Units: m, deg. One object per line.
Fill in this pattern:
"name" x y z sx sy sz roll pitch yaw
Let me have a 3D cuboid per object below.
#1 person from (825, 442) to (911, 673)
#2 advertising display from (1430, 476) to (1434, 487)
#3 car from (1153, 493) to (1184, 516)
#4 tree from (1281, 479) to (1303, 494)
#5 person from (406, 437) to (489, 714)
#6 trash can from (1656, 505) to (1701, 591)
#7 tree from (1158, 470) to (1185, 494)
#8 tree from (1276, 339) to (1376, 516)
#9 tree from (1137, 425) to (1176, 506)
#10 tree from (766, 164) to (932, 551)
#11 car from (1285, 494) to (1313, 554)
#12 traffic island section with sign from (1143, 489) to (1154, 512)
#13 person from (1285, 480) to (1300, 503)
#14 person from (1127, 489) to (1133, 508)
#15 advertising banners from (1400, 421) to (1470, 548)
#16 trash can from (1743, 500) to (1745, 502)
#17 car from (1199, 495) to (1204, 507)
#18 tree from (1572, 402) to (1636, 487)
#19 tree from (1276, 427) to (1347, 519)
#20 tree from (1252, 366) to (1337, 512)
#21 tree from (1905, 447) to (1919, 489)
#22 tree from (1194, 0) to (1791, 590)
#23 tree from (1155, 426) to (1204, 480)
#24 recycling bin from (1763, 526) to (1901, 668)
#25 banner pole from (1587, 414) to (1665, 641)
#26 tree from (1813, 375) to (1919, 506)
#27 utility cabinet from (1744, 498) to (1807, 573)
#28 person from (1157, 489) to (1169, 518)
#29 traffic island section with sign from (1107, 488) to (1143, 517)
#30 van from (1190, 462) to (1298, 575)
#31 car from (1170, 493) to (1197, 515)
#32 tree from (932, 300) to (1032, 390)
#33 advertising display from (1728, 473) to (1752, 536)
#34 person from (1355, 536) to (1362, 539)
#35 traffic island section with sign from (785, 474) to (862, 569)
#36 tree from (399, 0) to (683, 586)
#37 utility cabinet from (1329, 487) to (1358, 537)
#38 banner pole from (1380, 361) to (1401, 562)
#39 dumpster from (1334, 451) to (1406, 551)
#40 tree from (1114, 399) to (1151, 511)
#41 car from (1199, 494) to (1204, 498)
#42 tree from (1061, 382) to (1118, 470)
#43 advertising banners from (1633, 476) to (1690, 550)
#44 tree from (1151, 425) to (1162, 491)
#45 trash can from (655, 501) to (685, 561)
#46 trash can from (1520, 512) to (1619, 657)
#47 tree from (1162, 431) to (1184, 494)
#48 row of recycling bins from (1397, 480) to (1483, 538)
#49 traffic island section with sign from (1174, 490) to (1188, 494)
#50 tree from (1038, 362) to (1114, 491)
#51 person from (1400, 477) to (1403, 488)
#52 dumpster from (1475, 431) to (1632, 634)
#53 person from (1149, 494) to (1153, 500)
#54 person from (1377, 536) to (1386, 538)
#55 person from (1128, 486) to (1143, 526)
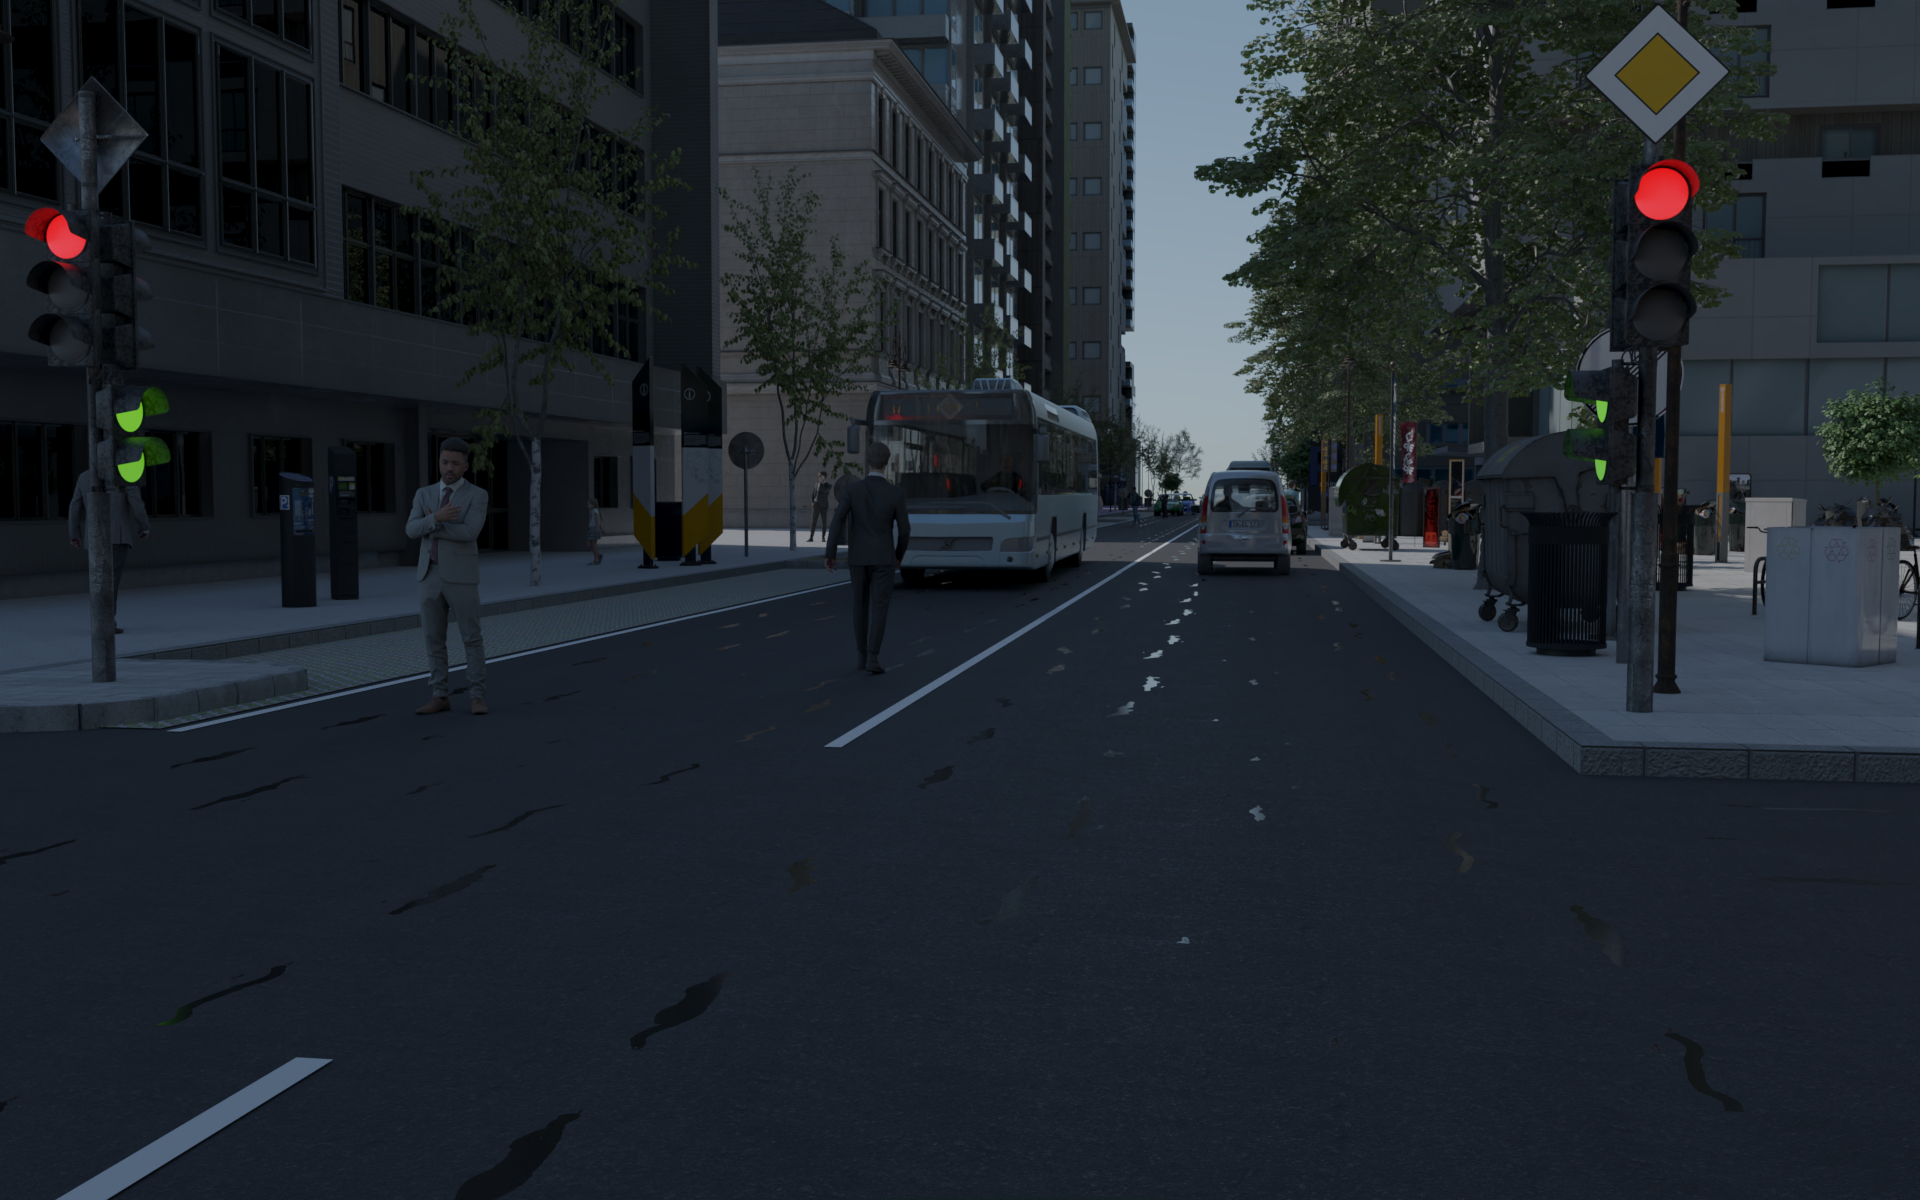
"person" -0.714 -0.349 13.990 0.659 1.850 0.755 0 4 6
"advertising display" 17.119 -3.528 62.901 0.123 1.923 0.974 1 4 14
"car" 13.808 -6.462 114.454 1.959 1.807 4.718 1 4 11
"tree" 21.787 -7.216 112.582 1.663 3.219 1.824 0 3 0
"person" -3.326 -0.157 11.246 0.511 1.800 0.466 -1 4 -8
"trash can" 9.438 -0.697 23.049 0.748 1.137 0.748 0 3 0
"tree" 27.478 -14.732 224.582 4.285 4.588 4.351 0 3 0
"tree" 16.206 -7.570 74.132 4.360 8.622 3.978 0 3 0
"tree" 20.423 -14.164 181.941 4.737 8.622 4.395 0 3 0
"tree" -3.660 -5.418 38.953 4.737 8.622 4.395 0 3 0
"car" 7.680 -2.015 42.736 2.009 1.686 4.222 1 4 11
"traffic island section with sign" 14.955 -7.857 137.090 1.989 1.847 2.006 1 4 9
"person" 9.150 -2.435 48.336 0.660 1.820 0.620 2 4 28
"person" 15.501 -9.302 158.961 1.217 1.723 0.721 -2 4 -30
"advertising banners" 11.275 -2.757 41.258 0.090 3.025 2.074 -3 4 -36
"trash can" 20.035 -1.989 44.168 0.748 1.137 0.748 0 3 0
"car" 28.510 -11.407 198.866 2.083 1.381 4.827 1 4 11
"tree" 12.540 -2.403 33.895 1.663 3.219 1.824 0 3 0
"tree" 17.702 -6.399 88.340 4.285 4.588 4.351 0 3 0
"tree" 18.239 -8.706 92.702 4.737 8.622 4.395 0 3 0
"tree" 20.545 -2.529 35.958 1.663 3.219 1.824 0 3 0
"tree" 7.072 -6.438 23.382 7.486 12.596 7.792 0 3 0
"tree" 30.119 -18.591 238.378 7.601 10.594 8.767 1 4 19
"recycling bin" 6.661 -0.042 13.236 0.722 1.027 0.722 -3 5 -40
"banner pole" 5.831 -1.528 14.996 0.401 3.779 0.863 -1 4 -18
"tree" 25.389 -3.934 48.040 4.285 4.588 4.351 0 3 0
"utility cabinet" 13.167 -1.029 27.979 0.306 1.237 1.020 -1 4 -18
"person" 12.356 -5.891 105.625 0.742 1.727 0.445 1 4 12
"traffic island section with sign" 10.386 -6.178 109.638 1.989 1.847 2.006 1 4 9
"van" 5.267 -1.536 32.123 2.013 2.044 4.112 1 4 9
"car" 15.551 -6.789 120.596 1.945 1.707 3.694 1 4 9
"tree" 0.519 -7.033 65.353 4.737 8.622 4.395 0 3 0
"advertising display" 23.904 -2.954 53.505 0.974 1.923 0.123 2 4 30
"person" 11.328 -2.353 49.183 0.362 1.253 0.373 -3 5 -41
"traffic island section with sign" -2.220 -1.541 33.825 1.989 1.847 2.006 1 4 9
"tree" -5.870 -4.516 24.196 4.737 8.622 4.395 0 3 0
"utility cabinet" 11.589 -2.623 51.572 1.173 1.500 0.318 2 4 34
"banner pole" 8.149 -2.603 32.580 0.401 3.779 0.863 1 4 9
"dumpster" 9.457 -2.295 40.010 1.502 2.255 1.985 1 4 9
"tree" 11.862 -11.084 131.580 4.360 8.622 3.978 0 3 0
"car" 30.026 -12.274 209.716 2.155 1.783 4.494 1 4 9
"tree" 8.197 -9.959 113.192 4.737 8.622 4.395 0 3 0
"advertising banners" 15.881 -2.638 39.324 2.074 3.025 0.090 -2 4 -31
"tree" 15.524 -12.641 157.039 4.360 8.622 3.978 0 3 0
"trash can" -5.600 -1.325 33.310 0.748 1.137 0.748 0 3 0
"trash can" 4.857 -0.134 13.847 0.748 1.137 0.748 0 3 0
"tree" 23.968 -15.472 203.328 4.360 8.622 3.978 0 3 0
"row of recycling bins" 14.193 -2.761 52.254 3.534 1.692 1.069 3 5 39
"traffic island section with sign" 23.990 -11.175 191.346 1.989 1.847 2.006 1 4 9
"tree" 5.863 -8.908 96.008 4.360 8.622 3.978 0 3 0
"person" 13.926 -2.976 54.799 0.391 1.810 0.635 -3 5 -43
"dumpster" 5.706 -0.665 16.630 1.264 1.857 1.865 1 4 9
"person" 23.781 -12.546 214.407 0.421 1.427 0.697 -3 5 -45
"person" 12.269 -2.611 50.540 0.330 1.601 0.589 -2 4 -34
"person" 7.885 -4.228 77.972 0.721 1.781 0.623 0 4 2
